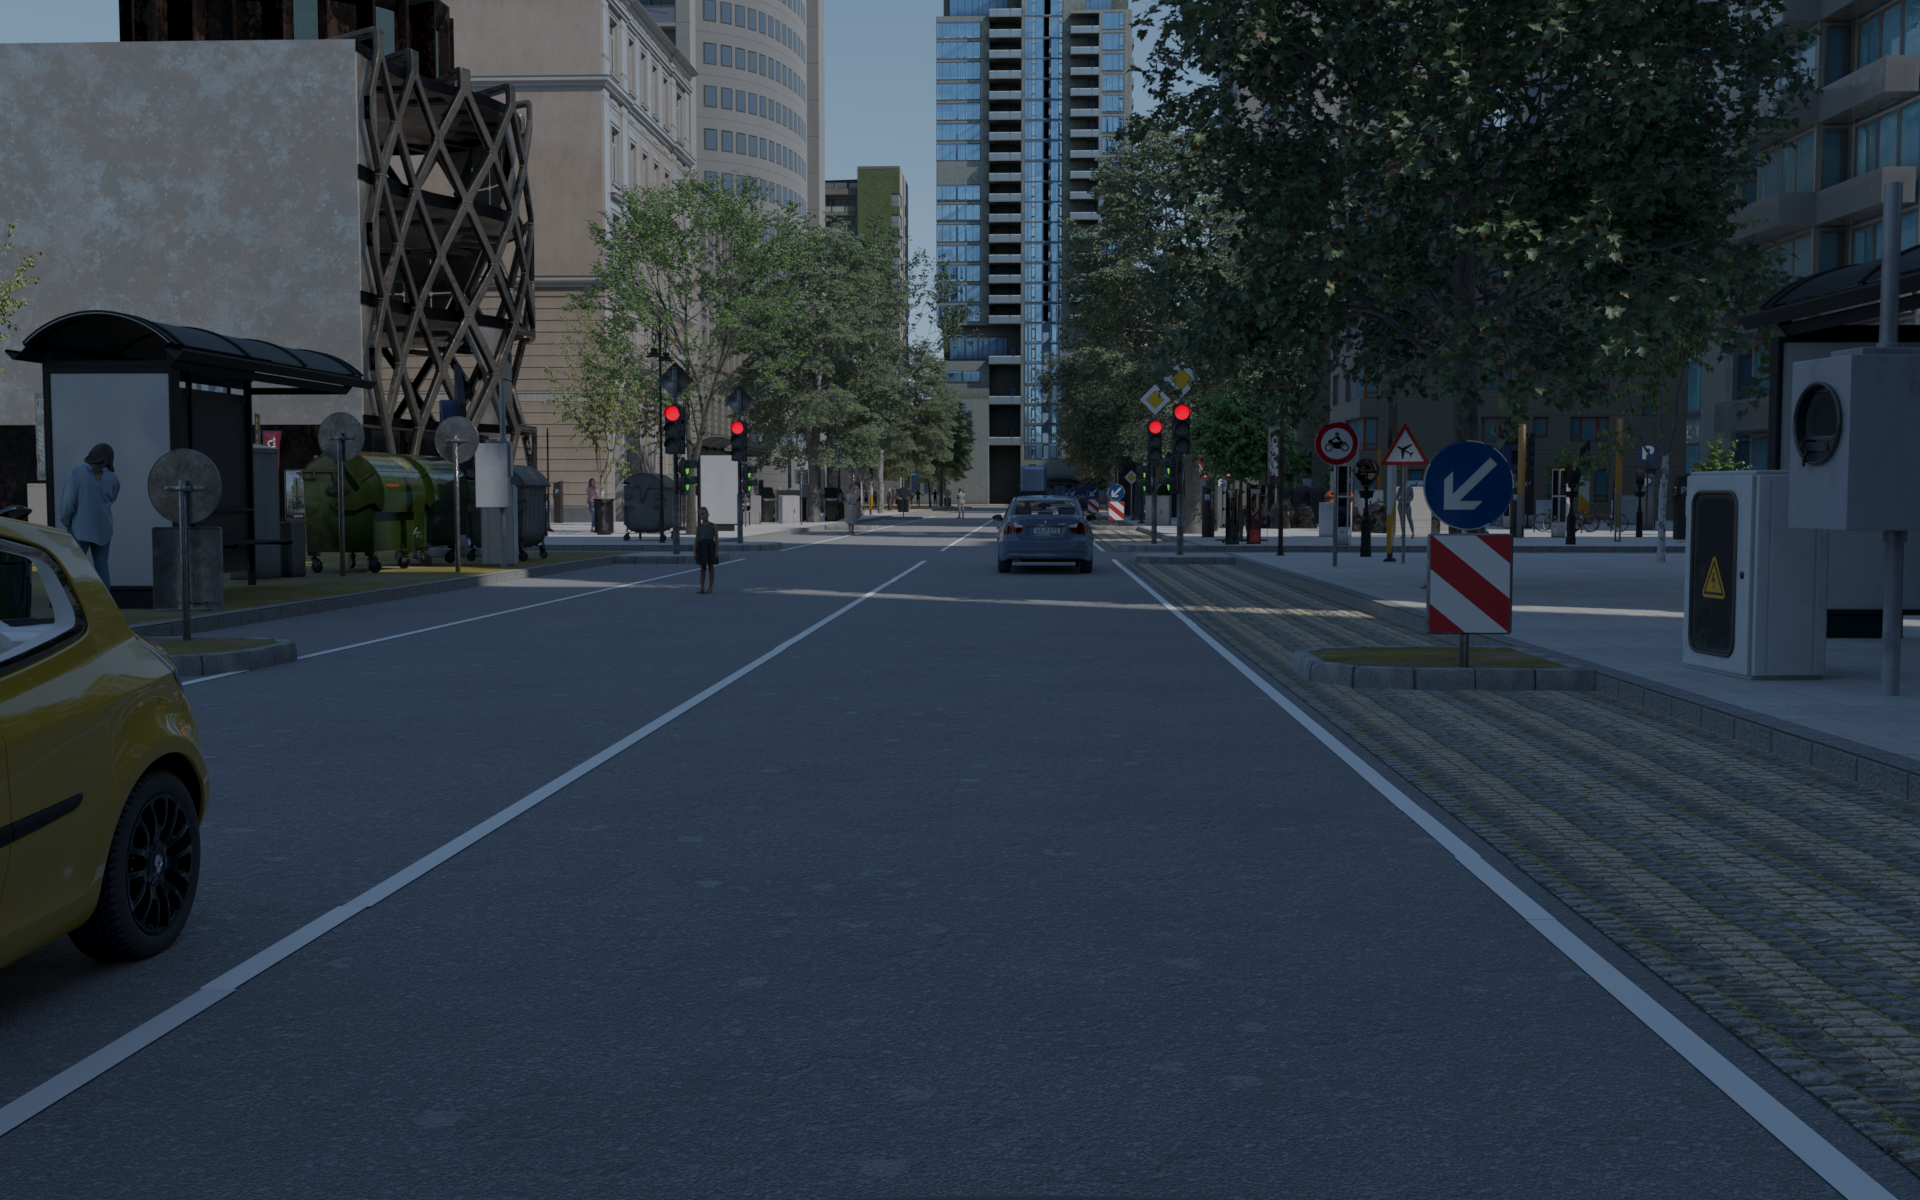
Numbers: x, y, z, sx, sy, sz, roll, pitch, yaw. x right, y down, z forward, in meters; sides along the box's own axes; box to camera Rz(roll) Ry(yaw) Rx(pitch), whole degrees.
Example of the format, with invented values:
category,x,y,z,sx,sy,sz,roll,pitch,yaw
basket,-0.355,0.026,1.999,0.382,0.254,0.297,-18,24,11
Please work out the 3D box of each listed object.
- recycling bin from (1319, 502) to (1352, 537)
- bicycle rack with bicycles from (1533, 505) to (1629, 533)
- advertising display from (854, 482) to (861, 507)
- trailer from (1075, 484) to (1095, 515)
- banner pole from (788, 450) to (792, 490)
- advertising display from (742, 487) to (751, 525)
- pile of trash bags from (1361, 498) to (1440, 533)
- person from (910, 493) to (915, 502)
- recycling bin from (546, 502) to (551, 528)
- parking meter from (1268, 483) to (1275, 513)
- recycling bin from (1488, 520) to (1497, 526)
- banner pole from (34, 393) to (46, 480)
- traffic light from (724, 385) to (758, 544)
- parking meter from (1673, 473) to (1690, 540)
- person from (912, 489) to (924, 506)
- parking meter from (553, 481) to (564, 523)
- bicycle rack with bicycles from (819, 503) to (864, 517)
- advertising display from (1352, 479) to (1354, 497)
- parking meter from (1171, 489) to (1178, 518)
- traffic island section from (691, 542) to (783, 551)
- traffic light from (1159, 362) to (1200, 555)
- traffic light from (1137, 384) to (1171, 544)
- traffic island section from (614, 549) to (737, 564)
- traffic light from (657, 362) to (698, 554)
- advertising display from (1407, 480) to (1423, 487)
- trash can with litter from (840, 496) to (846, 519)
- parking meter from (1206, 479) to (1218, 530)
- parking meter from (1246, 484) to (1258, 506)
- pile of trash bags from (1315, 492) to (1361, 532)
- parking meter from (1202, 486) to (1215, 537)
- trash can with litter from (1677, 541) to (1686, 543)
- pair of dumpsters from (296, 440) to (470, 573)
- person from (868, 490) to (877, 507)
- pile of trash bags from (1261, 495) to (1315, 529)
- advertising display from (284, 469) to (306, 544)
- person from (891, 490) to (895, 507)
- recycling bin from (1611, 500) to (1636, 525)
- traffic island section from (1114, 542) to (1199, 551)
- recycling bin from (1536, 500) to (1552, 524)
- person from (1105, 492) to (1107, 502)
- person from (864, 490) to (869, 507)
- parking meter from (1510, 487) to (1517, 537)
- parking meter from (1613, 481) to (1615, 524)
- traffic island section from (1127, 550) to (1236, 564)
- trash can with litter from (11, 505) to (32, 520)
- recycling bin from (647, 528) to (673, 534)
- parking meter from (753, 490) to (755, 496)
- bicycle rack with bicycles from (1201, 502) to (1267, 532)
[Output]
category,x,y,z,sx,sy,sz,roll,pitch,yaw
recycling bin,11.295,-2.419,52.110,0.722,1.027,0.722,-2,4,-32
bicycle rack with bicycles,20.445,-2.728,57.986,2.852,0.926,2.925,-3,4,-38
advertising display,-5.362,-5.228,90.684,0.123,1.923,0.974,-1,4,-17
trailer,7.344,-5.881,103.200,1.471,1.999,3.904,0,4,4
banner pole,-8.411,-5.842,85.536,0.401,3.779,0.863,0,4,7
advertising display,-9.088,-4.033,71.146,0.974,1.923,0.123,0,4,-8
pile of trash bags,14.909,-2.833,56.074,1.912,1.369,3.447,-1,4,-23
person,-4.236,-8.425,144.509,1.217,1.735,0.721,-3,5,-43
recycling bin,-14.849,-2.969,61.098,0.722,1.027,0.722,-1,4,-19
parking meter,13.423,-4.223,74.756,0.255,1.863,0.399,2,4,29
recycling bin,21.412,-3.513,69.991,0.722,1.027,0.722,-2,4,-33
banner pole,-19.890,-2.914,37.659,0.863,3.779,0.401,3,4,39
traffic light,-5.686,-3.419,44.820,0.839,4.253,0.868,0,4,2
parking meter,20.286,-2.631,48.733,0.399,1.863,0.255,0,4,-2
person,-4.523,-11.096,187.605,1.348,1.807,0.705,1,4,15
parking meter,-17.731,-4.325,76.420,0.399,1.863,0.255,1,4,14
bicycle rack with bicycles,-6.915,-5.163,97.797,2.925,0.926,2.852,0,3,0
advertising display,15.346,-3.910,69.148,0.974,1.923,0.123,-3,4,-37
parking meter,11.691,-5.439,94.638,0.399,1.863,0.255,0,4,2
traffic island section,-5.725,-1.387,44.956,2.009,0.180,2.903,0,4,2
traffic light,4.620,-2.904,36.397,0.839,4.253,0.868,0,4,2
traffic light,4.966,-3.392,44.375,0.839,4.253,0.868,0,4,2
traffic island section,-6.072,-0.899,36.979,2.009,0.180,2.903,0,4,2
traffic light,-6.032,-2.931,36.842,0.839,4.253,0.868,0,4,2
advertising display,20.109,-4.378,76.797,0.974,1.923,0.123,1,4,18
trash can with litter,-6.241,-4.698,88.193,1.055,1.170,0.624,1,4,14
parking meter,8.892,-3.397,61.255,0.399,1.863,0.255,2,4,30
parking meter,15.932,-5.435,94.580,0.399,1.863,0.255,3,5,42
pile of trash bags,13.735,-3.089,60.255,1.912,1.369,3.447,0,4,0
parking meter,7.358,-2.625,51.323,0.372,1.533,0.369,0,3,0
trash can with litter,20.053,-2.138,46.014,2.233,1.210,1.678,0,4,-3
pair of dumpsters,-9.953,-1.687,30.075,1.574,2.255,4.437,0,4,2
person,-8.426,-10.023,169.999,1.350,1.814,0.705,-1,4,-10
pile of trash bags,12.675,-3.364,64.751,3.447,1.369,1.912,-1,4,-20
advertising display,-17.069,-2.417,44.733,0.974,1.923,0.123,2,4,32
person,-6.748,-10.181,173.445,0.756,1.711,0.436,-3,5,-39
recycling bin,27.797,-3.670,72.562,0.722,1.027,0.722,-1,4,-20
traffic island section,5.006,-1.358,44.487,2.009,0.180,2.903,0,4,2
recycling bin,25.320,-3.799,74.666,0.722,1.027,0.722,0,4,-6
person,14.901,-10.262,174.763,0.436,1.711,0.756,1,4,22
person,-9.044,-9.783,166.785,1.217,1.735,0.721,0,4,5
parking meter,16.524,-2.631,51.420,0.372,1.533,0.369,0,3,0
parking meter,27.148,-4.028,71.576,0.255,1.863,0.399,2,4,29
traffic island section,4.659,-0.870,36.510,2.009,0.180,2.903,0,4,2
trash can with litter,-9.682,-0.348,17.074,1.055,1.170,0.624,0,4,5
recycling bin,-9.664,-2.665,56.124,0.722,1.027,0.722,3,5,44
parking meter,-13.872,-6.566,115.758,0.372,1.533,0.369,0,3,0
bicycle rack with bicycles,9.123,-2.749,58.323,2.852,0.926,2.925,1,4,20
